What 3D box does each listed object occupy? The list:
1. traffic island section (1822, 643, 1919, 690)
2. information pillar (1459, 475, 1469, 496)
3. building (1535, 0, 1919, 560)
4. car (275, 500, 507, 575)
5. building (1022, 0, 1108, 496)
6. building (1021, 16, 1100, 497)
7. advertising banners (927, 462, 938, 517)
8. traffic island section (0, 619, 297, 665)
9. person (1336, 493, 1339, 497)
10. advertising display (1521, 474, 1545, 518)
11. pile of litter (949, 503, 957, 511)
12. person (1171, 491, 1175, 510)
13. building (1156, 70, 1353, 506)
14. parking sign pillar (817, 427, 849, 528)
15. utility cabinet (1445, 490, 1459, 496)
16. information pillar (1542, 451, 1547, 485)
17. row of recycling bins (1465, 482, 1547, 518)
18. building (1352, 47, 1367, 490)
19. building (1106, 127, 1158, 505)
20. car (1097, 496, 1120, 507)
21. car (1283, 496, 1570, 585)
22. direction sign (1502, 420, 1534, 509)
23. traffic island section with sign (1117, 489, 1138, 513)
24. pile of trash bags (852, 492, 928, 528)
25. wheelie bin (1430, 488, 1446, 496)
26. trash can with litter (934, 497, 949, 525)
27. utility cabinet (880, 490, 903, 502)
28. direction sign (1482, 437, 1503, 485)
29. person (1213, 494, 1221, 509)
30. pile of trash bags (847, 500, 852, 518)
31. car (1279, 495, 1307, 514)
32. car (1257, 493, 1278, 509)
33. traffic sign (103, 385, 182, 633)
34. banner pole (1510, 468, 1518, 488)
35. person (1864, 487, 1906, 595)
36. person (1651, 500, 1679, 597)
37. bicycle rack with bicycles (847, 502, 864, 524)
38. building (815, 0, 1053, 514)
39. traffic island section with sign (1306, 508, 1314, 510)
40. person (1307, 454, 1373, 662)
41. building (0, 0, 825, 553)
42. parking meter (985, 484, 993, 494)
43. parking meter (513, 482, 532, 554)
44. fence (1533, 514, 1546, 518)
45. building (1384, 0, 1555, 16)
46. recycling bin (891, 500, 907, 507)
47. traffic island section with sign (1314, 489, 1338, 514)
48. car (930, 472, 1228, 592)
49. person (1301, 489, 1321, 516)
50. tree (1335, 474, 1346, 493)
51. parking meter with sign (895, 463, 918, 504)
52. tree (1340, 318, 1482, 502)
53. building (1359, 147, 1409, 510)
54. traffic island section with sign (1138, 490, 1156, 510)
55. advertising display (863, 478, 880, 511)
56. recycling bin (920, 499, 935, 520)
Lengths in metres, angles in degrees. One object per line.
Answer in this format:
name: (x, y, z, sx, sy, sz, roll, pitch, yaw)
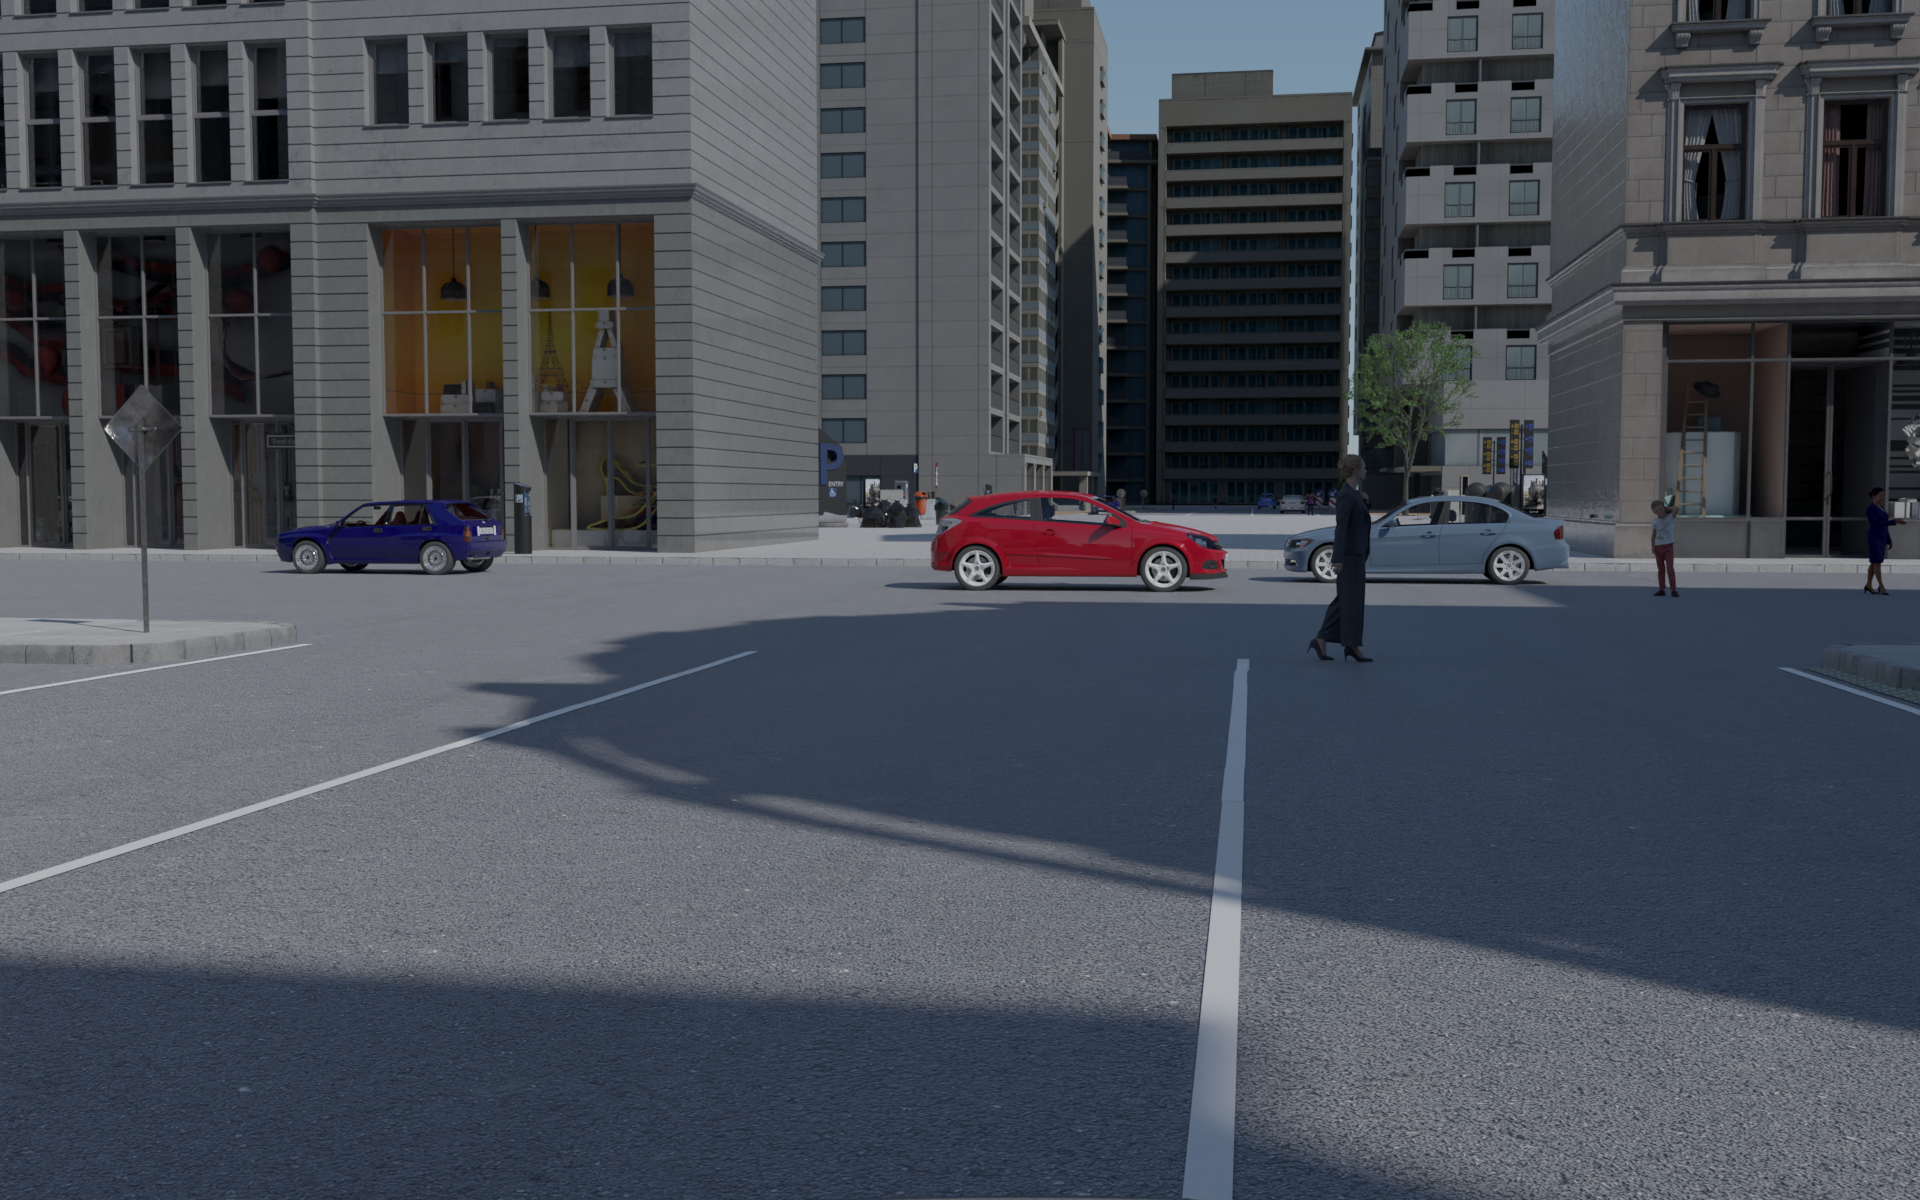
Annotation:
traffic island section: (8.016, 0.543, 13.404, 2.009, 0.180, 2.903, 1, 4, 10)
information pillar: (19.918, -3.913, 68.465, 0.304, 2.012, 0.304, 0, 4, 1)
building: (15.088, -11.440, 37.946, 40.483, 20.767, 10.553, 1, 4, 10)
car: (-10.362, -1.161, 31.566, 3.894, 1.354, 1.945, 1, 4, 11)
building: (2.424, -32.976, 162.866, 21.600, 48.544, 21.300, 1, 4, 10)
building: (-5.245, -27.341, 138.910, 32.217, 40.220, 23.993, 1, 4, 10)
advertising banners: (-1.480, -6.051, 95.120, 0.090, 3.025, 2.074, 1, 4, 15)
traffic island section: (-7.553, 0.382, 16.037, 2.009, 0.180, 2.903, 1, 4, 10)
person: (37.984, -10.029, 173.941, 0.593, 1.643, 0.415, -1, 4, -17)
advertising display: (18.350, -3.077, 55.525, 0.974, 1.923, 0.123, -2, 4, -28)
pile of litter: (-0.326, -4.318, 84.569, 1.719, 0.858, 1.176, 1, 4, 13)
person: (19.590, -9.209, 159.783, 0.721, 1.735, 1.217, 1, 4, 19)
building: (34.164, -35.371, 202.020, 21.600, 48.544, 21.300, 1, 4, 10)
parking sign pillar: (-5.021, -4.784, 66.692, 1.447, 3.967, 1.447, -3, 4, -38)
utility cabinet: (27.862, -5.439, 97.610, 1.173, 1.500, 0.318, -2, 4, -27)
information pillar: (31.395, -6.221, 93.072, 0.183, 3.616, 0.504, -1, 4, -11)
row of recycling bins: (19.092, -3.213, 59.646, 3.534, 1.692, 1.069, 3, 4, 38)
building: (60.043, -37.465, 201.793, 27.495, 52.752, 28.713, 1, 4, 10)
building: (9.290, -33.746, 206.367, 28.867, 44.769, 22.147, 1, 4, 10)
car: (9.986, -6.516, 119.124, 1.945, 1.354, 3.894, 1, 4, 11)
car: (7.567, -0.996, 28.282, 4.499, 1.417, 2.014, 1, 4, 11)
direction sign: (17.113, -3.722, 52.847, 0.876, 3.537, 0.379, -1, 4, -21)
traffic island section with sign: (12.177, -7.452, 130.464, 1.989, 1.847, 2.006, 1, 4, 10)
pile of trash bags: (-2.287, -3.489, 66.790, 1.912, 1.369, 3.447, 2, 4, 31)
wheelie bin: (24.596, -4.968, 89.128, 0.693, 1.594, 0.980, 3, 5, 44)
trash can with litter: (-0.551, -3.691, 71.731, 1.055, 1.170, 0.624, 2, 4, 32)
utility cabinet: (-3.578, -5.004, 90.501, 1.173, 1.500, 0.318, 1, 4, 9)
direction sign: (21.180, -4.694, 68.749, 0.876, 3.537, 0.379, 1, 4, 17)
person: (24.599, -9.420, 165.752, 0.697, 1.427, 0.421, 1, 4, 21)
pile of trash bags: (-4.352, -5.112, 93.337, 3.447, 1.369, 1.912, -3, 5, -42)
car: (24.438, -7.020, 127.139, 2.083, 1.381, 4.827, 1, 4, 11)
car: (29.360, -9.539, 165.551, 1.945, 1.707, 3.694, 1, 4, 11)
traffic sign: (-7.529, -0.754, 15.972, 0.795, 2.450, 0.064, 1, 4, 10)
banner pole: (23.924, -5.191, 74.884, 0.401, 3.779, 0.863, -1, 4, -9)
person: (13.146, -0.839, 24.583, 0.546, 1.535, 0.453, 3, 4, 36)
person: (9.891, -0.726, 24.284, 0.435, 1.345, 0.340, 2, 4, 32)
bicycle rack with bicycles: (-4.781, -3.780, 75.187, 2.852, 0.926, 2.925, 1, 4, 9)
building: (-4.398, -41.406, 115.245, 20.563, 71.187, 20.611, 1, 4, 10)
traffic island section with sign: (32.102, -8.977, 155.407, 1.989, 1.847, 2.006, 1, 4, 10)
person: (3.285, -0.359, 14.790, 0.534, 1.772, 0.576, 0, 4, -4)
building: (-19.392, -16.333, 44.533, 29.804, 29.767, 11.434, 1, 4, 10)
parking meter: (1.680, -5.768, 100.013, 0.399, 1.863, 0.255, 1, 4, 13)
parking meter: (-9.354, -1.752, 37.058, 0.372, 1.533, 0.369, 0, 3, 0)
fence: (16.977, -2.171, 50.869, 2.069, 0.683, 0.278, -3, 4, -38)
building: (44.732, -32.674, 123.463, 28.713, 52.752, 27.495, 1, 4, 10)
recycling bin: (-2.789, -4.111, 79.777, 0.722, 1.027, 0.722, 0, 4, -1)
traffic island section with sign: (27.478, -7.311, 128.165, 1.989, 1.847, 2.006, 1, 4, 10)
car: (1.797, -1.052, 26.244, 4.494, 1.783, 2.155, 0, 4, 8)
person: (21.920, -6.055, 108.189, 1.217, 1.739, 0.721, 1, 4, 22)
tree: (37.440, -10.641, 168.585, 1.663, 3.219, 1.824, 0, 3, 0)
parking meter with sign: (-3.302, -6.223, 98.011, 1.738, 3.016, 0.543, 1, 4, 23)
tree: (26.406, -10.759, 101.659, 9.928, 11.665, 9.643, 0, 3, 0)
building: (40.901, -22.905, 146.197, 14.160, 30.474, 14.107, 1, 4, 10)
traffic island section with sign: (16.782, -9.112, 157.613, 1.989, 1.847, 2.006, 1, 4, 10)
advertising display: (-3.589, -3.994, 70.514, 0.123, 1.923, 0.974, 3, 4, 36)
recycling bin: (-1.632, -4.566, 87.212, 0.722, 1.027, 0.722, 0, 4, -4)
